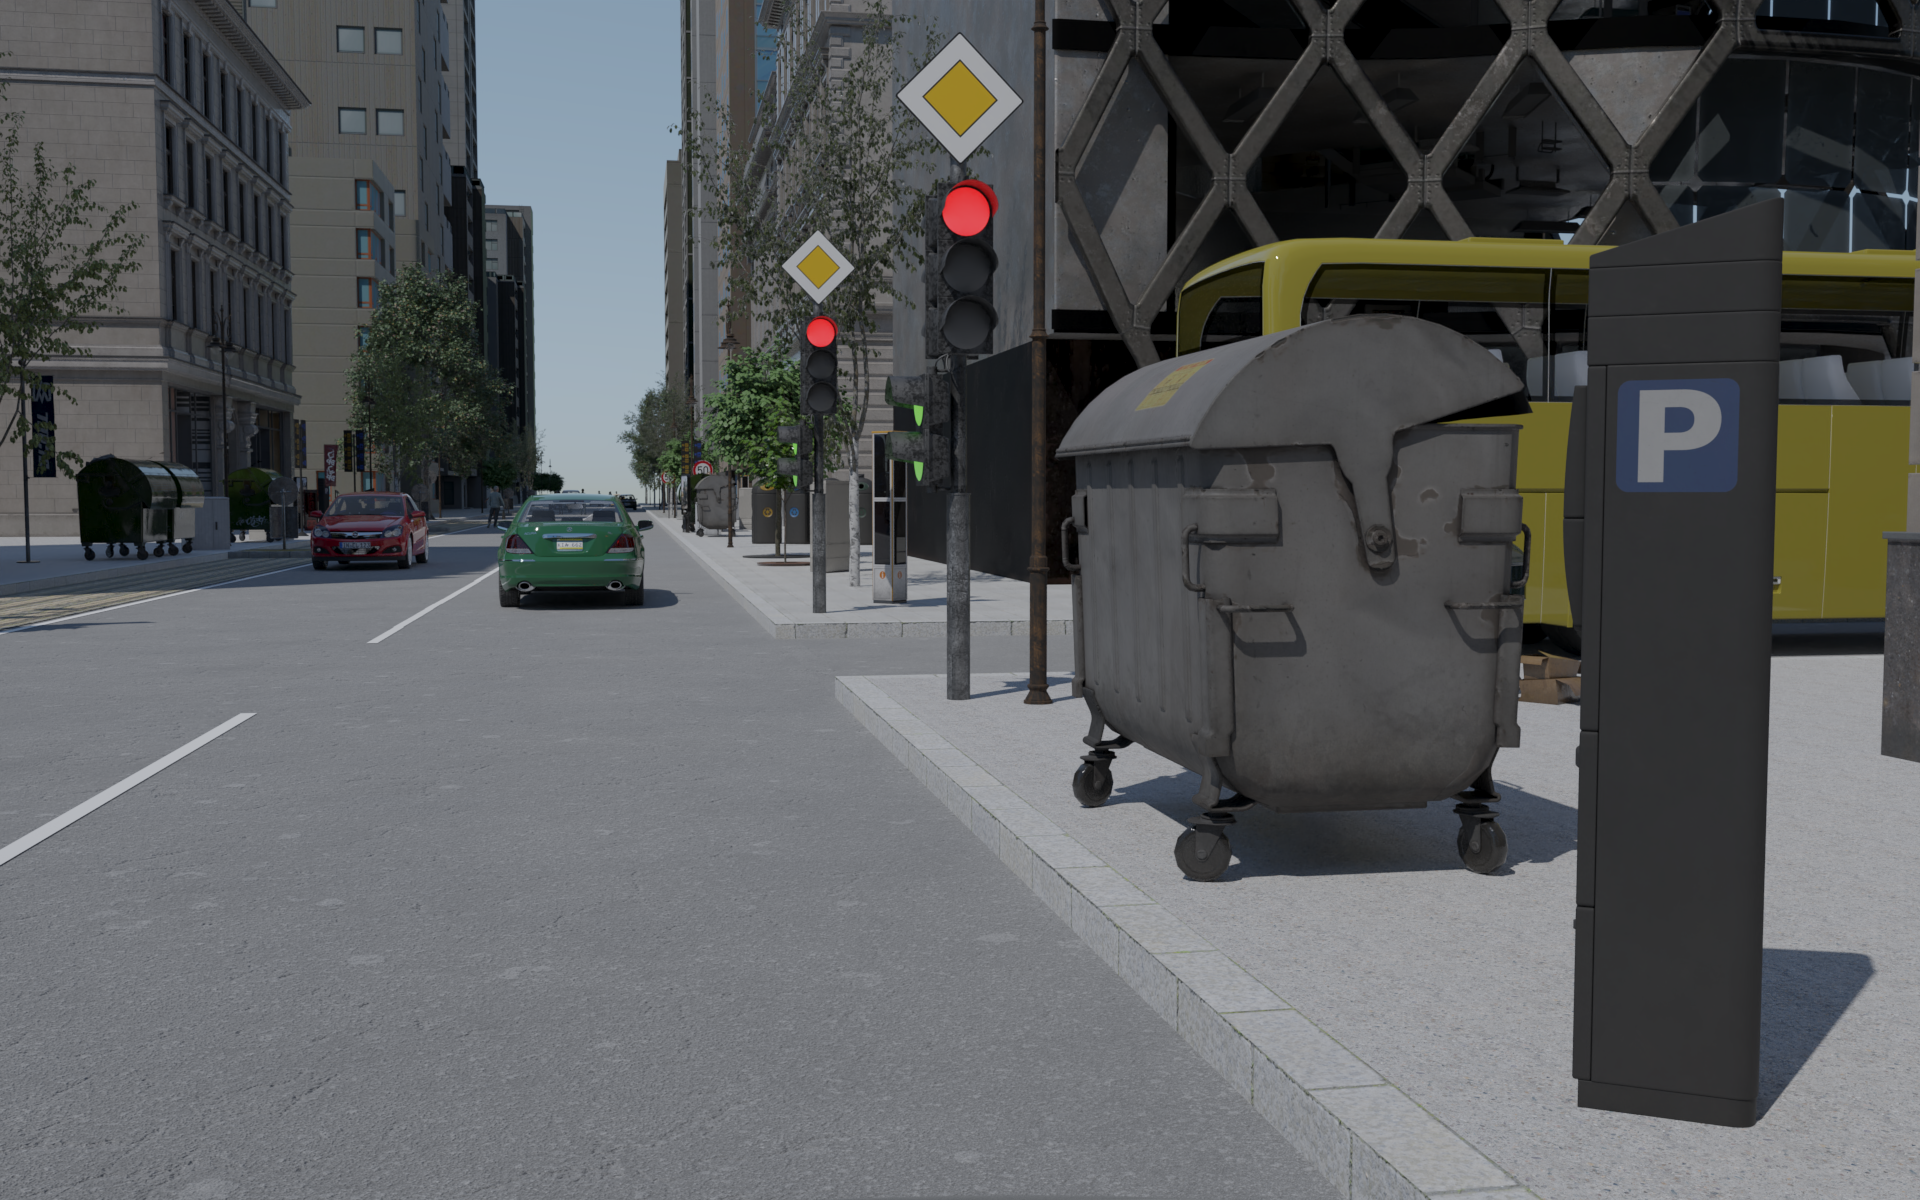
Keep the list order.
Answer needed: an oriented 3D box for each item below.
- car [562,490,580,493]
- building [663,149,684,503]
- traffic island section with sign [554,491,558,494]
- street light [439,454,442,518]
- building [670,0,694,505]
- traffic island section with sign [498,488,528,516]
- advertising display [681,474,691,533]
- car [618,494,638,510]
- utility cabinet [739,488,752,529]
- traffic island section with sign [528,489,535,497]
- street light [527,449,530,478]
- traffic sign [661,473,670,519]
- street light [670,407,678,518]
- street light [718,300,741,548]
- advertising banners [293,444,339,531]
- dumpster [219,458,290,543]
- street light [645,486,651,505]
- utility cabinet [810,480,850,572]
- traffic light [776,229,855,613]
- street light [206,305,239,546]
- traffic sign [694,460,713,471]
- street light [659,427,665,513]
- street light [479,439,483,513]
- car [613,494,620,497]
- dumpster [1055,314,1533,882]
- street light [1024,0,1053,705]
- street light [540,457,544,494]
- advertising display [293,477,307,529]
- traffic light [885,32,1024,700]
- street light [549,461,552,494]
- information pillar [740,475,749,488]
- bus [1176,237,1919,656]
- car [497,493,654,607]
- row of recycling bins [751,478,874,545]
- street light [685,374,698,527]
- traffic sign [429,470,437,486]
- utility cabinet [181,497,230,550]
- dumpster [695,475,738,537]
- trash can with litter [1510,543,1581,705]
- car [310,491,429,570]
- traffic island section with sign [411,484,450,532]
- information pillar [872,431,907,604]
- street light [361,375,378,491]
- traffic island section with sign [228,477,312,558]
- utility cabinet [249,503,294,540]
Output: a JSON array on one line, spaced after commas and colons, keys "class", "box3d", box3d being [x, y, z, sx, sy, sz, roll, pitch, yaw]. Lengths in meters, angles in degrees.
[{"class": "car", "box3d": [-34.403, -8.839, 153.188, 2.281, 1.827, 5.304, -1, 4, -12]}, {"class": "building", "box3d": [-29.974, -37.732, 240.623, 21.300, 48.544, 21.600, -1, 4, -11]}, {"class": "traffic island section with sign", "box3d": [-45.435, -11.445, 195.757, 1.989, 1.847, 2.006, -1, 4, -11]}, {"class": "street light", "box3d": [-27.582, -7.277, 91.762, 0.468, 5.910, 1.993, -1, 4, -11]}, {"class": "building", "box3d": [-26.717, -47.759, 219.106, 20.563, 71.187, 20.611, -1, 4, -11]}, {"class": "traffic island section with sign", "box3d": [-29.934, -6.509, 115.056, 1.989, 1.847, 2.006, -1, 4, -11]}, {"class": "advertising display", "box3d": [-9.087, -3.193, 57.424, 0.123, 1.923, 0.974, -1, 4, -21]}, {"class": "car", "box3d": [-29.749, -8.850, 154.481, 2.009, 1.686, 4.222, -1, 4, -13]}, {"class": "utility cabinet", "box3d": [-7.322, -3.266, 62.075, 1.173, 1.500, 0.318, 1, 4, 14]}, {"class": "traffic island section with sign", "box3d": [-35.012, -8.129, 141.530, 1.989, 1.847, 2.006, -1, 4, -11]}, {"class": "street light", "box3d": [-43.396, -12.326, 174.325, 0.468, 5.910, 1.993, -1, 4, -11]}, {"class": "traffic sign", "box3d": [-15.258, -5.544, 90.756, 0.768, 2.556, 0.104, 0, 4, -6]}, {"class": "street light", "box3d": [-15.187, -7.298, 92.108, 0.468, 5.910, 1.993, -1, 4, -11]}, {"class": "street light", "box3d": [-5.510, -4.196, 41.386, 0.468, 5.910, 1.993, -1, 4, -11]}, {"class": "advertising banners", "box3d": [-22.721, -3.934, 60.503, 2.074, 3.025, 0.090, -2, 4, -35]}, {"class": "dumpster", "box3d": [-18.850, -2.681, 46.327, 1.502, 2.255, 1.985, -1, 4, -11]}, {"class": "street light", "box3d": [-40.353, -15.283, 222.657, 0.468, 5.910, 1.993, -1, 4, -11]}, {"class": "utility cabinet", "box3d": [-2.090, -1.216, 28.568, 0.318, 1.500, 1.173, 1, 4, 22]}, {"class": "traffic light", "box3d": [-1.534, -1.813, 18.562, 0.839, 4.253, 0.868, -1, 4, -11]}, {"class": "street light", "box3d": [-18.011, -4.260, 42.435, 0.468, 5.910, 1.993, -1, 4, -11]}, {"class": "traffic sign", "box3d": [-9.702, -3.996, 65.440, 0.768, 2.556, 0.104, 0, 4, -2]}, {"class": "street light", "box3d": [-20.020, -8.820, 116.992, 0.468, 5.910, 1.993, -1, 4, -11]}, {"class": "street light", "box3d": [-32.293, -8.814, 116.900, 0.468, 5.910, 1.993, -1, 4, -11]}, {"class": "car", "box3d": [-37.112, -10.885, 188.196, 2.015, 1.641, 3.980, -1, 4, -11]}, {"class": "dumpster", "box3d": [1.177, -0.043, 6.457, 1.264, 1.857, 1.865, -1, 4, -11]}, {"class": "street light", "box3d": [0.479, -2.303, 10.443, 0.468, 5.910, 1.993, -1, 4, -11]}, {"class": "street light", "box3d": [-48.194, -13.866, 199.498, 0.468, 5.910, 1.993, -1, 4, -11]}, {"class": "advertising display", "box3d": [-24.468, -3.613, 64.290, 0.123, 1.923, 0.974, 0, 4, 2]}, {"class": "traffic light", "box3d": [-0.029, -1.333, 10.719, 0.839, 4.253, 0.868, -1, 4, -11]}, {"class": "street light", "box3d": [-53.303, -15.449, 225.375, 0.468, 5.910, 1.993, -1, 4, -11]}, {"class": "information pillar", "box3d": [-8.451, -3.883, 67.987, 0.304, 2.012, 0.304, -1, 4, -15]}, {"class": "bus", "box3d": [8.262, -1.521, 16.421, 12.252, 3.916, 2.896, -1, 4, -11]}, {"class": "car", "box3d": [-5.225, -0.716, 23.502, 2.131, 1.459, 4.920, -1, 4, -11]}, {"class": "row of recycling bins", "box3d": [-3.724, -2.272, 44.254, 3.534, 1.692, 1.069, 1, 4, 21]}, {"class": "street light", "box3d": [-10.370, -5.763, 67.020, 0.468, 5.910, 1.993, -1, 4, -11]}, {"class": "traffic sign", "box3d": [-27.719, -5.525, 90.438, 0.768, 2.556, 0.104, 0, 4, -2]}, {"class": "utility cabinet", "box3d": [-17.313, -1.748, 39.743, 0.306, 1.237, 1.020, 3, 5, 42]}, {"class": "dumpster", "box3d": [-7.330, -2.842, 52.220, 1.264, 1.857, 1.865, -1, 4, -11]}, {"class": "trash can with litter", "box3d": [3.514, 0.027, 10.945, 0.624, 1.170, 1.055, -3, 5, -44]}, {"class": "car", "box3d": [-11.650, -1.546, 34.312, 2.155, 1.783, 4.494, -1, 4, -11]}, {"class": "traffic island section with sign", "box3d": [-20.486, -3.498, 65.824, 1.989, 1.847, 2.006, -1, 4, -11]}, {"class": "information pillar", "box3d": [-0.823, -0.968, 20.321, 0.304, 2.012, 0.304, 2, 4, 35]}, {"class": "street light", "box3d": [-22.925, -5.782, 67.329, 0.468, 5.910, 1.993, -1, 4, -11]}, {"class": "traffic island section with sign", "box3d": [-15.397, -1.879, 39.351, 1.989, 1.847, 2.006, -1, 4, -11]}, {"class": "utility cabinet", "box3d": [-19.037, -2.397, 47.866, 1.173, 1.500, 0.318, 1, 4, 9]}]
